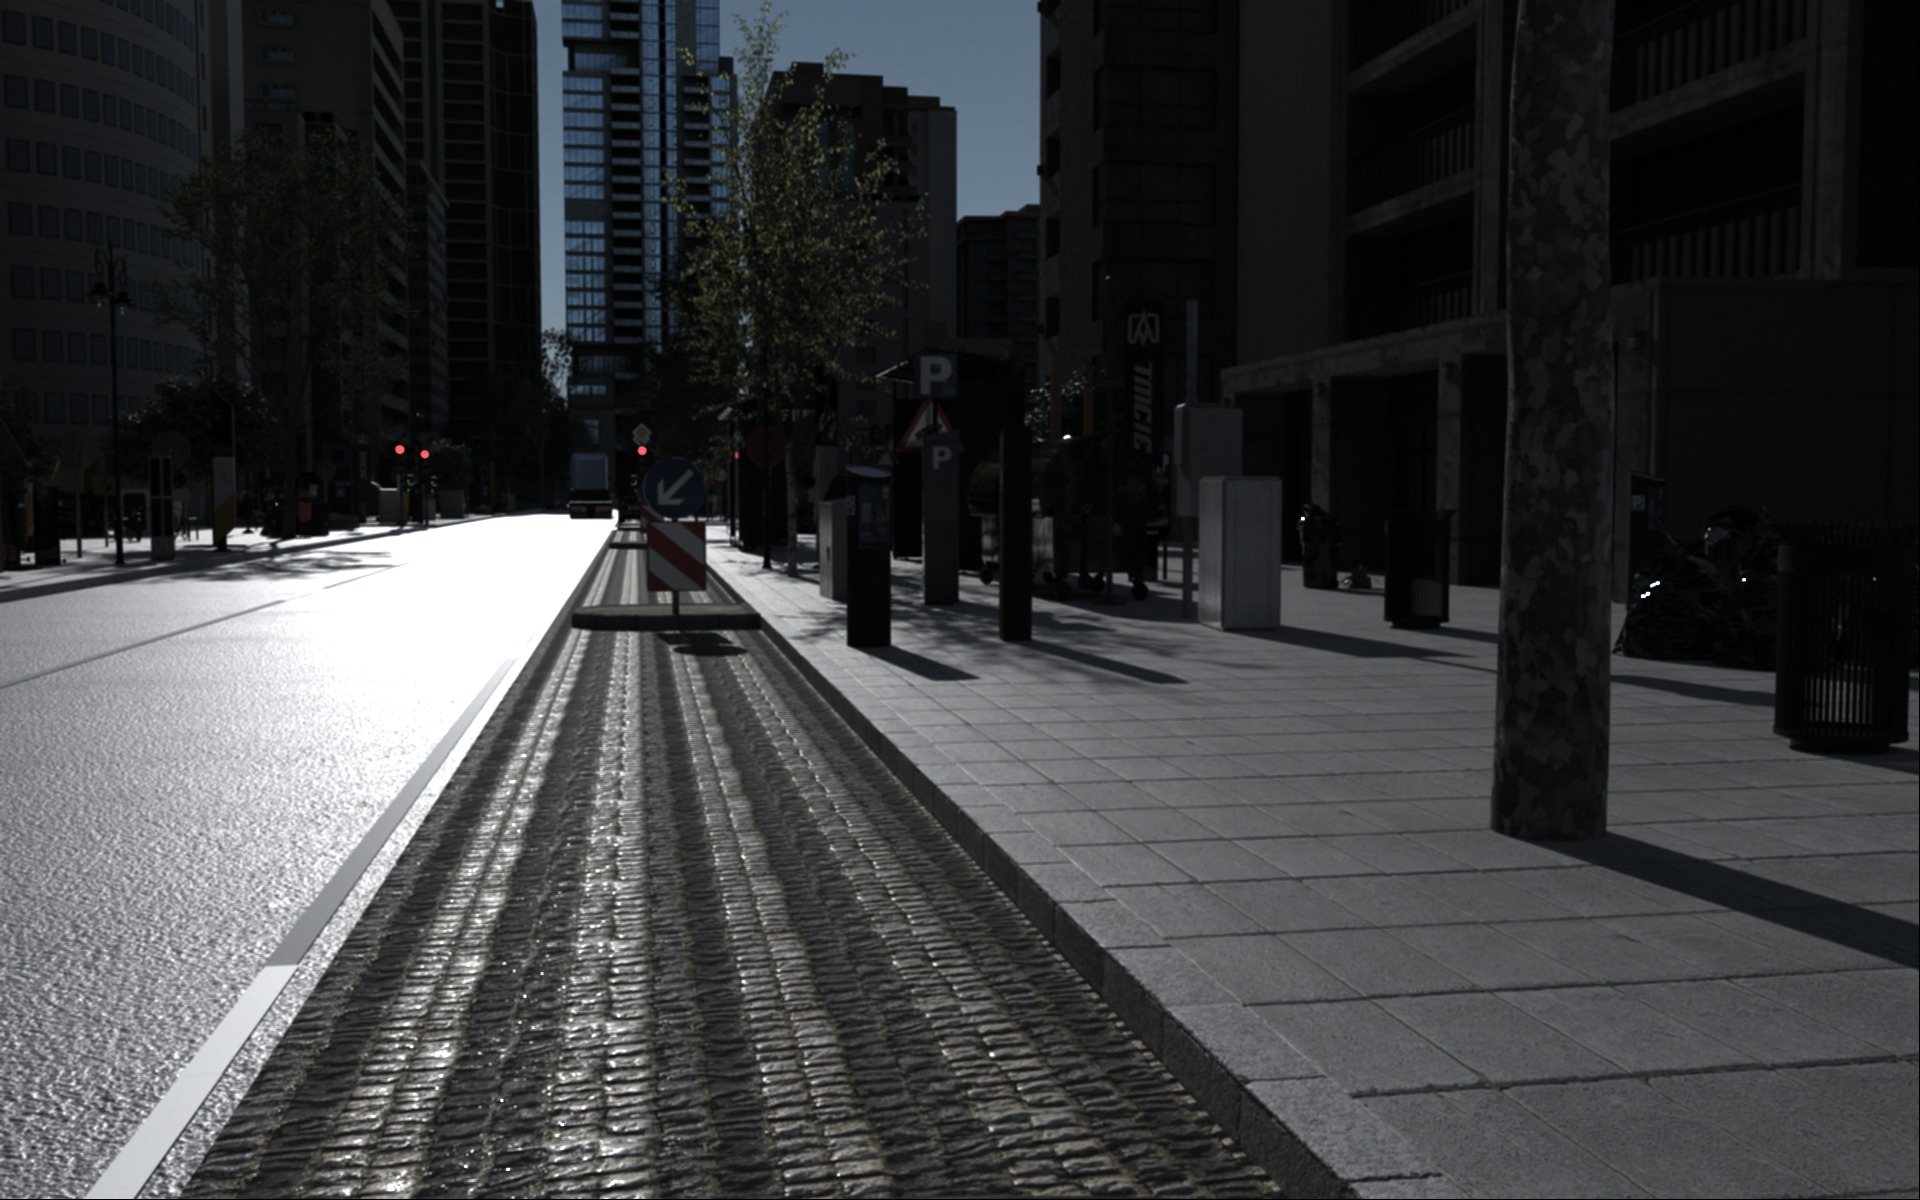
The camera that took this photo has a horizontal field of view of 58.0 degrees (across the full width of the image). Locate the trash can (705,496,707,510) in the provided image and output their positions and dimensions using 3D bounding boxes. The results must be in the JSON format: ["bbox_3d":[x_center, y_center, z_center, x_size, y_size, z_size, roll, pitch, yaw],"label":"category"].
[{"bbox_3d":[-17.477,-6.508,118.052,0.748,1.137,0.748,0,3,0],"label":"trash can"}]

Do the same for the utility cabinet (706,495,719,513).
[{"bbox_3d":[-15.651,-6.021,109.602,0.306,1.237,1.020,2,4,24],"label":"utility cabinet"}]

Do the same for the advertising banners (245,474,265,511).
[{"bbox_3d":[-40.829,-6.374,100.399,2.074,3.025,0.090,2,4,33],"label":"advertising banners"}]

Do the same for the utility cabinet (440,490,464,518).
[{"bbox_3d":[-26.722,-5.043,91.139,1.173,1.500,0.318,0,4,-2],"label":"utility cabinet"}]

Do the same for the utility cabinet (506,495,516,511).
[{"bbox_3d":[-33.685,-7.215,129.125,1.020,1.237,0.306,-1,4,-22],"label":"utility cabinet"}]

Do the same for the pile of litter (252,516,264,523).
[{"bbox_3d":[-30.954,-3.906,77.828,1.719,0.858,1.176,-1,4,-14],"label":"pile of litter"}]

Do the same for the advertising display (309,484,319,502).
[{"bbox_3d":[-42.925,-6.720,115.088,0.974,1.923,0.123,3,4,38],"label":"advertising display"}]

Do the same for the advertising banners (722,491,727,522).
[{"bbox_3d":[-10.608,-5.118,79.871,0.090,3.025,2.074,-2,4,-25],"label":"advertising banners"}]

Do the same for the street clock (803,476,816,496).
[{"bbox_3d":[-5.944,-3.913,68.544,0.471,2.002,0.358,1,4,17],"label":"street clock"}]

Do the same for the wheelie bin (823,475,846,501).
[{"bbox_3d":[-1.876,-1.281,28.851,0.980,1.594,0.693,3,5,40],"label":"wheelie bin"}]

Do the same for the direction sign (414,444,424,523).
[{"bbox_3d":[-24.344,-5.257,77.953,0.379,3.537,0.876,1,4,9],"label":"direction sign"}]

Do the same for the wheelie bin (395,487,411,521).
[{"bbox_3d":[-26.655,-4.568,82.601,0.980,1.594,0.693,2,4,27],"label":"wheelie bin"}]

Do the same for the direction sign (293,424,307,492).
[{"bbox_3d":[-21.537,-3.945,56.495,0.876,3.537,0.379,3,5,39],"label":"direction sign"}]

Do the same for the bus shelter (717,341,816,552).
[{"bbox_3d":[-4.809,-3.974,42.607,2.179,5.291,8.768,-1,4,-10],"label":"bus shelter"}]

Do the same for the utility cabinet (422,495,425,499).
[{"bbox_3d":[-42.714,-7.759,138.015,0.306,1.237,1.020,0,4,-3],"label":"utility cabinet"}]

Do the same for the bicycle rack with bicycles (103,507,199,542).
[{"bbox_3d":[-22.113,-2.081,47.398,2.852,0.926,2.925,-1,4,-16],"label":"bicycle rack with bicycles"}]

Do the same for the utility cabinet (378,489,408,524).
[{"bbox_3d":[-24.428,-4.036,74.668,1.173,1.500,0.318,-3,5,-43],"label":"utility cabinet"}]

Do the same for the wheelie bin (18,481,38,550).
[{"bbox_3d":[-21.726,-1.972,40.156,0.980,1.594,0.693,-2,4,-31],"label":"wheelie bin"}]

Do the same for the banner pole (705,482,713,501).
[{"bbox_3d":[-19.643,-8.873,135.087,0.863,3.779,0.401,-2,4,-27],"label":"banner pole"}]

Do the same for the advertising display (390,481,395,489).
[{"bbox_3d":[-27.902,-4.888,85.137,0.123,1.923,0.974,-2,4,-24],"label":"advertising display"}]

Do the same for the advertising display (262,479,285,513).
[{"bbox_3d":[-30.136,-4.334,76.071,0.974,1.923,0.123,0,4,-5],"label":"advertising display"}]

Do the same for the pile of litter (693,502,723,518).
[{"bbox_3d":[-13.749,-4.909,94.226,1.719,0.858,1.176,2,4,33],"label":"pile of litter"}]

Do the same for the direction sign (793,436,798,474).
[{"bbox_3d":[-6.775,-4.627,67.651,0.876,3.537,0.379,-1,4,-13],"label":"direction sign"}]

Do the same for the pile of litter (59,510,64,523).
[{"bbox_3d":[-30.304,-2.724,58.506,1.176,0.858,1.719,-1,4,-23],"label":"pile of litter"}]

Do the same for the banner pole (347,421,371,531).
[{"bbox_3d":[-20.777,-4.271,59.841,0.863,3.779,0.401,-1,4,-20],"label":"banner pole"}]

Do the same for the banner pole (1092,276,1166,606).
[{"bbox_3d":[1.949,-1.828,19.903,0.863,3.779,0.401,1,4,20],"label":"banner pole"}]

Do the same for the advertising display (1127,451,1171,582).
[{"bbox_3d":[2.786,-1.250,25.646,0.123,1.923,0.974,3,5,43],"label":"advertising display"}]

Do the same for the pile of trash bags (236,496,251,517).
[{"bbox_3d":[-40.223,-5.278,96.048,1.912,1.369,3.447,1,4,10],"label":"pile of trash bags"}]

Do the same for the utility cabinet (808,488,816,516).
[{"bbox_3d":[-4.923,-3.330,63.119,1.173,1.500,0.318,1,4,18],"label":"utility cabinet"}]

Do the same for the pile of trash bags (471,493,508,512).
[{"bbox_3d":[-33.928,-7.141,126.502,1.912,1.369,3.447,-3,4,-36],"label":"pile of trash bags"}]

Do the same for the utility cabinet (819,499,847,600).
[{"bbox_3d":[-1.526,-0.625,21.376,0.306,1.237,1.020,-1,4,-14],"label":"utility cabinet"}]

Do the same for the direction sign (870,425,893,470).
[{"bbox_3d":[-2.530,-3.950,56.574,0.876,3.537,0.379,1,4,23],"label":"direction sign"}]

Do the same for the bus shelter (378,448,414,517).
[{"bbox_3d":[-29.111,-6.078,90.652,1.731,3.624,6.357,-1,4,-11],"label":"bus shelter"}]

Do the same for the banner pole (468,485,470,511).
[{"bbox_3d":[-37.481,-8.667,131.715,0.401,3.779,0.863,-3,5,-43],"label":"banner pole"}]

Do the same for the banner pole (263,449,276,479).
[{"bbox_3d":[-38.051,-6.461,95.652,0.863,3.779,0.401,-2,4,-30],"label":"banner pole"}]

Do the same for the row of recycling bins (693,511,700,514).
[{"bbox_3d":[-17.637,-6.383,111.479,1.069,1.692,3.534,-2,4,-29],"label":"row of recycling bins"}]

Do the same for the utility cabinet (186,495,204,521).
[{"bbox_3d":[-36.219,-4.313,81.681,1.020,1.237,0.306,1,4,11],"label":"utility cabinet"}]

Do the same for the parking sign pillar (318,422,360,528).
[{"bbox_3d":[-23.446,-4.702,65.345,1.447,3.967,1.447,-2,4,-33],"label":"parking sign pillar"}]

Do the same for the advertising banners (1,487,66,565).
[{"bbox_3d":[-17.190,-2.141,31.200,2.074,3.025,0.090,0,4,2],"label":"advertising banners"}]

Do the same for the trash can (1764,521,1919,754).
[{"bbox_3d":[4.448,0.179,8.726,0.748,1.137,0.748,0,3,0],"label":"trash can"}]

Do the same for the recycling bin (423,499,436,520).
[{"bbox_3d":[-26.591,-4.507,86.237,0.722,1.027,0.722,-3,5,-42],"label":"recycling bin"}]

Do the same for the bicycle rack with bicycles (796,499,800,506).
[{"bbox_3d":[-12.175,-6.831,125.061,2.925,0.926,2.852,3,5,39],"label":"bicycle rack with bicycles"}]

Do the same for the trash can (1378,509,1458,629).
[{"bbox_3d":[4.394,-0.305,16.647,0.748,1.137,0.748,0,3,0],"label":"trash can"}]

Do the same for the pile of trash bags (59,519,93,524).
[{"bbox_3d":[-39.259,-3.976,74.762,3.447,1.369,1.912,1,4,10],"label":"pile of trash bags"}]

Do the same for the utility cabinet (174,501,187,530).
[{"bbox_3d":[-27.734,-3.206,61.098,0.318,1.500,1.173,0,4,2],"label":"utility cabinet"}]

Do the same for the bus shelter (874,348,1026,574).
[{"bbox_3d":[-0.261,-2.430,31.013,1.731,3.624,6.357,-1,4,-11],"label":"bus shelter"}]

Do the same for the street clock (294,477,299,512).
[{"bbox_3d":[-28.203,-4.216,73.505,0.358,2.002,0.471,2,4,30],"label":"street clock"}]

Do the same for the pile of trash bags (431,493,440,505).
[{"bbox_3d":[-40.171,-7.411,130.927,3.447,1.369,1.912,3,5,41],"label":"pile of trash bags"}]

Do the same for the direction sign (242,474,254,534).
[{"bbox_3d":[-23.222,-3.939,56.401,0.379,3.537,0.876,-2,4,-29],"label":"direction sign"}]

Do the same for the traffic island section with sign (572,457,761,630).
[{"bbox_3d":[-3.266,-0.642,19.129,1.989,1.847,2.006,-1,4,-11],"label":"traffic island section with sign"}]

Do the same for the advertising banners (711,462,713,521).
[{"bbox_3d":[-11.948,-5.332,83.364,0.090,3.025,2.074,-1,4,-8],"label":"advertising banners"}]

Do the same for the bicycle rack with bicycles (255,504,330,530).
[{"bbox_3d":[-23.743,-2.935,61.364,2.852,0.926,2.925,-2,4,-30],"label":"bicycle rack with bicycles"}]
